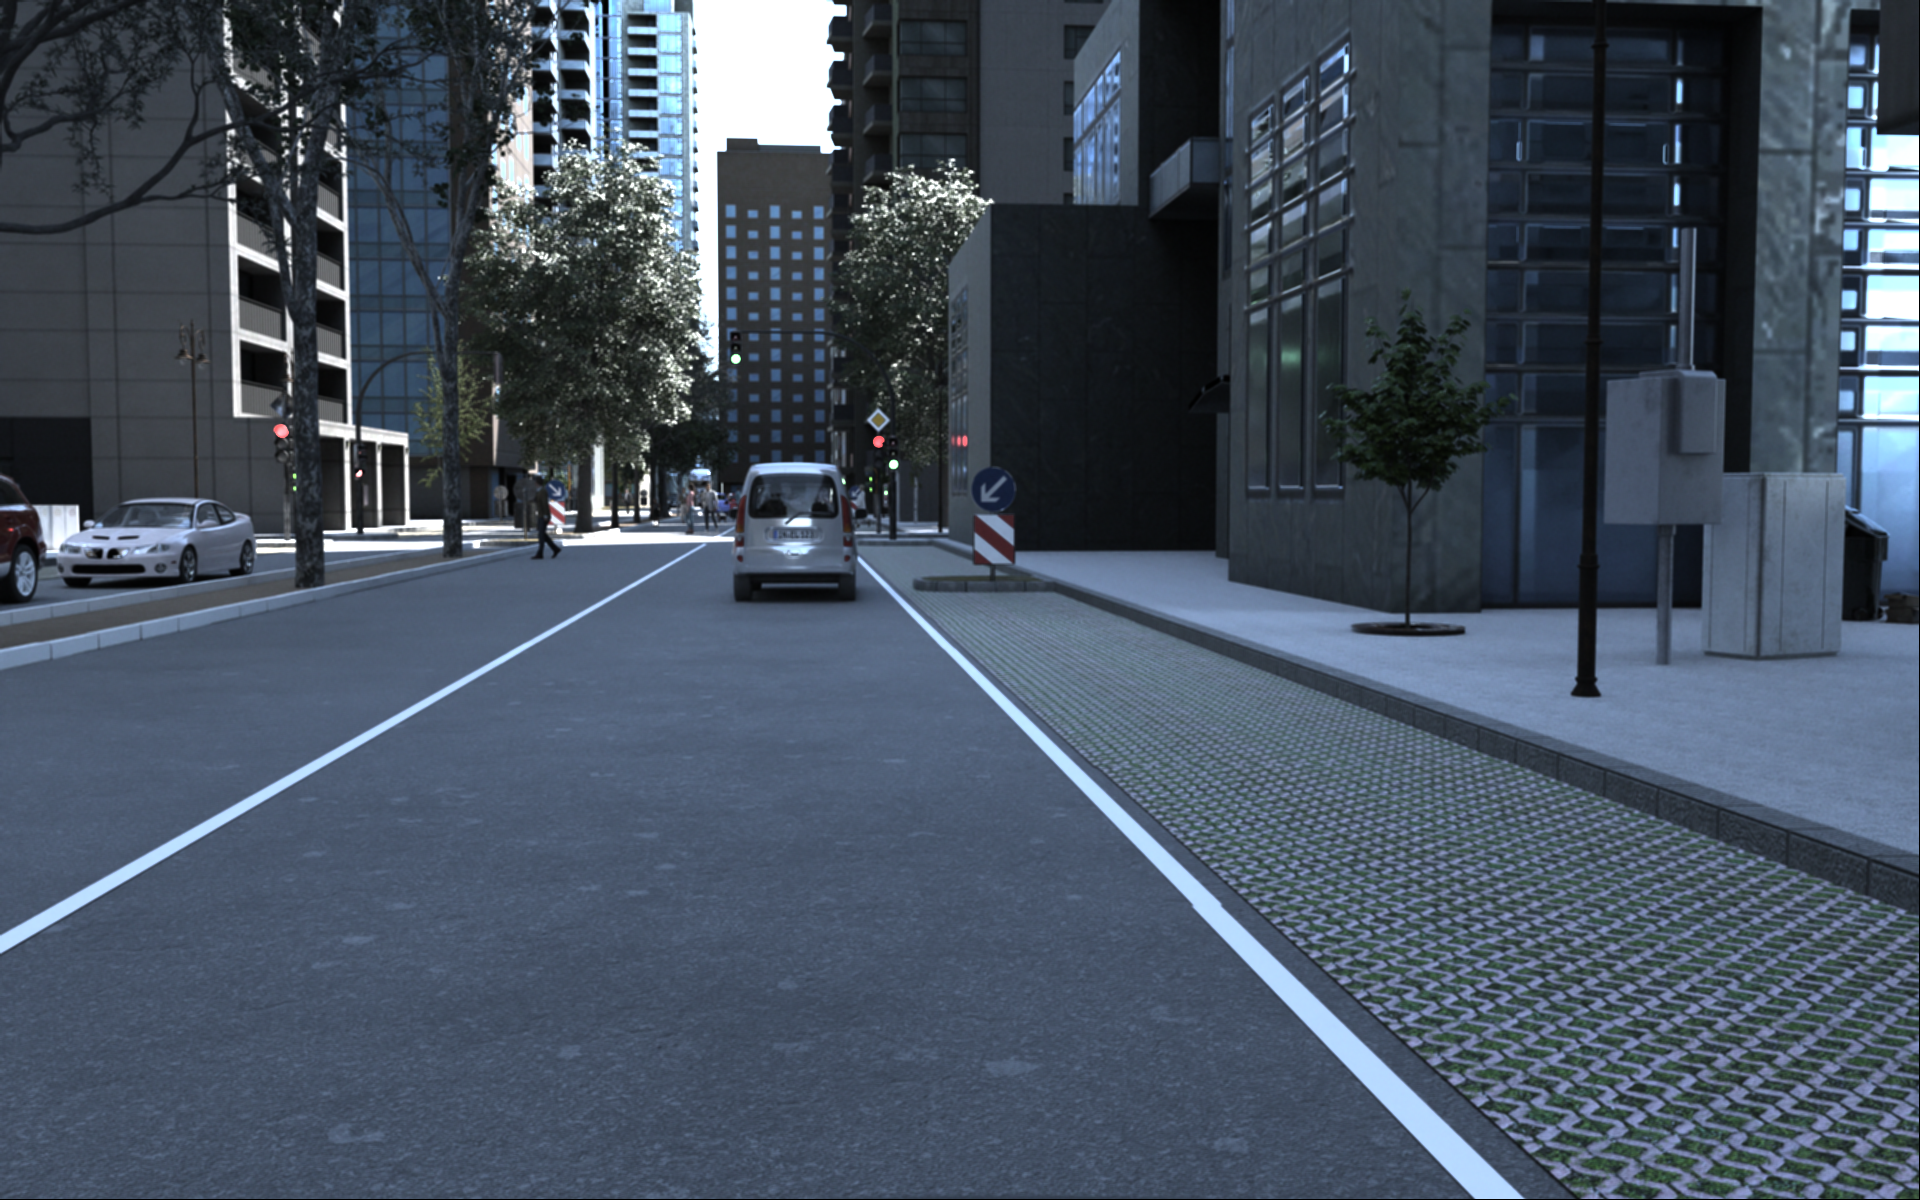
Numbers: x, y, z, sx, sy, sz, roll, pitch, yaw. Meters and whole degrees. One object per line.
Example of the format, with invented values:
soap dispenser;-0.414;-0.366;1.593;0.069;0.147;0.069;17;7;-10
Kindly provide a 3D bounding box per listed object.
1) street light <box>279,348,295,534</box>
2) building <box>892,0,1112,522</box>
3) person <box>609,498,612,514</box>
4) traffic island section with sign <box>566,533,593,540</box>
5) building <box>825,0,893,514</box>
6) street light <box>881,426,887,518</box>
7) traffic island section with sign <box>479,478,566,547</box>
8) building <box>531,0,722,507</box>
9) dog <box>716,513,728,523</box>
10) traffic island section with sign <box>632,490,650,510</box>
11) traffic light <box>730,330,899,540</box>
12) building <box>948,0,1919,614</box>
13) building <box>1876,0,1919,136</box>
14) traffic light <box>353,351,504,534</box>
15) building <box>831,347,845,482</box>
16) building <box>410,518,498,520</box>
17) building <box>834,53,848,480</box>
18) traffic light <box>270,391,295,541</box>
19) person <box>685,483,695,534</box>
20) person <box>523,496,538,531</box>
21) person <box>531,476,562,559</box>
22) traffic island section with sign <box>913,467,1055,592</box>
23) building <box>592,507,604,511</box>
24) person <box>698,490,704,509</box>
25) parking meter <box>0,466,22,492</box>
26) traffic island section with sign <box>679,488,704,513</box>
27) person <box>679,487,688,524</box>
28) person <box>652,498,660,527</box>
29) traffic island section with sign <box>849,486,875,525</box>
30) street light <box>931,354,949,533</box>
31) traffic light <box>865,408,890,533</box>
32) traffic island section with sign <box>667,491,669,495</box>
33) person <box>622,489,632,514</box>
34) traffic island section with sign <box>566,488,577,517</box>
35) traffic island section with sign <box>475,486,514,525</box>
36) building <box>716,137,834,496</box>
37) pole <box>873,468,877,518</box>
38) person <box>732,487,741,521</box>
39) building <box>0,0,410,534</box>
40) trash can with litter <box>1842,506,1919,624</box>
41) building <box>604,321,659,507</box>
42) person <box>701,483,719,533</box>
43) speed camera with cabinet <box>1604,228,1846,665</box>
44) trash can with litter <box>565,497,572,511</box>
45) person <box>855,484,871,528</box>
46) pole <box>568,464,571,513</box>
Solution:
street light;-21.158;-5.031;55.045;0.468;5.910;1.993;0;4;-5
building;3.558;-19.219;85.939;14.160;30.474;14.107;0;4;-5
person;-23.361;-6.268;115.988;0.505;1.210;0.382;3;5;43
traffic island section with sign;-12.847;-2.890;55.385;2.006;1.907;1.989;0;4;-5
building;2.142;-28.312;117.527;22.147;44.769;28.867;0;4;-5
street light;-4.152;-7.401;93.801;0.468;5.910;1.993;0;4;-5
traffic island section with sign;-12.147;-2.439;48.011;2.006;1.907;1.989;0;4;-5
building;-46.549;-55.586;221.496;31.000;86.520;22.319;0;4;-5
dog;-11.599;-3.984;84.421;0.406;0.507;0.540;1;4;19
traffic island section with sign;-28.518;-9.042;156.459;1.989;1.847;2.006;0;4;-5
traffic light;-3.989;-4.503;48.296;4.771;5.953;1.251;0;4;-5
building;12.265;-44.009;32.225;22.319;86.520;31.000;0;4;-5
building;10.708;-19.525;2.833;14.154;41.232;14.086;0;4;-5
traffic light;-16.990;-4.928;55.234;4.771;5.953;1.251;0;4;-5
building;-0.316;-21.373;194.493;27.650;21.520;28.899;0;4;-5
building;-30.902;-27.021;91.903;14.600;45.320;14.200;0;4;-5
building;-4.677;-31.901;171.684;14.600;45.320;14.200;0;4;-5
traffic light;-18.300;-3.555;47.051;0.839;4.253;0.868;0;4;-5
person;-9.734;-3.300;62.458;0.388;1.821;0.555;-1;4;-12
person;-16.595;-3.587;67.108;0.822;1.834;0.622;-3;5;-42
person;-9.246;-1.839;38.484;0.656;1.842;0.836;3;5;41
traffic island section with sign;0.310;-1.065;26.045;1.989;1.847;2.006;0;4;-5
building;-40.727;-50.736;142.209;22.319;86.520;31.000;0;4;-5
person;-24.368;-9.504;163.893;1.348;1.823;0.705;3;5;41
parking meter;-19.529;-1.833;35.683;0.255;1.863;0.399;0;4;1
traffic island section with sign;-20.047;-7.464;130.179;2.006;1.907;1.989;0;4;-5
person;-13.202;-4.519;82.942;0.519;1.759;0.362;-2;4;-28
person;-13.279;-3.825;75.706;0.362;1.253;0.373;1;4;13
traffic island section with sign;-5.042;-4.474;81.775;1.989;1.847;2.006;0;4;-5
street light;-0.652;-5.169;57.306;0.468;5.910;1.993;0;4;-5
traffic light;-2.679;-4.139;56.585;0.839;4.253;0.868;0;4;-5
traffic island section with sign;-31.109;-10.683;183.290;1.989;1.847;2.006;0;4;-5
person;-23.551;-6.945;122.455;0.661;1.777;0.834;1;4;13
traffic island section with sign;-23.755;-6.008;106.855;1.989;1.847;2.006;0;4;-5
traffic island section with sign;-21.154;-4.351;79.770;1.989;1.847;2.006;0;4;-5
building;-23.471;-34.915;220.974;14.200;45.320;14.600;0;4;-5
pole;-4.498;-6.002;91.977;0.158;3.312;0.155;0;3;0
person;-12.086;-5.239;94.025;0.748;1.841;0.638;-1;4;-16
building;-32.010;-38.183;62.541;20.563;71.187;20.611;0;4;-5
trash can with litter;9.319;-0.375;17.513;0.624;1.170;1.055;-3;5;-39
building;-48.881;-21.105;190.098;28.899;21.520;27.650;0;4;-5
person;-9.246;-3.409;64.083;0.661;1.843;0.795;1;4;15
speed camera with cabinet;5.967;-1.170;13.459;2.038;3.252;0.660;-2;4;-26
trash can with litter;-29.192;-7.144;128.198;1.055;1.170;0.624;-1;4;-17
person;-4.106;-3.964;73.187;0.818;1.842;0.514;-2;4;-26
pole;-26.797;-7.646;118.853;0.158;3.312;0.155;0;3;0
